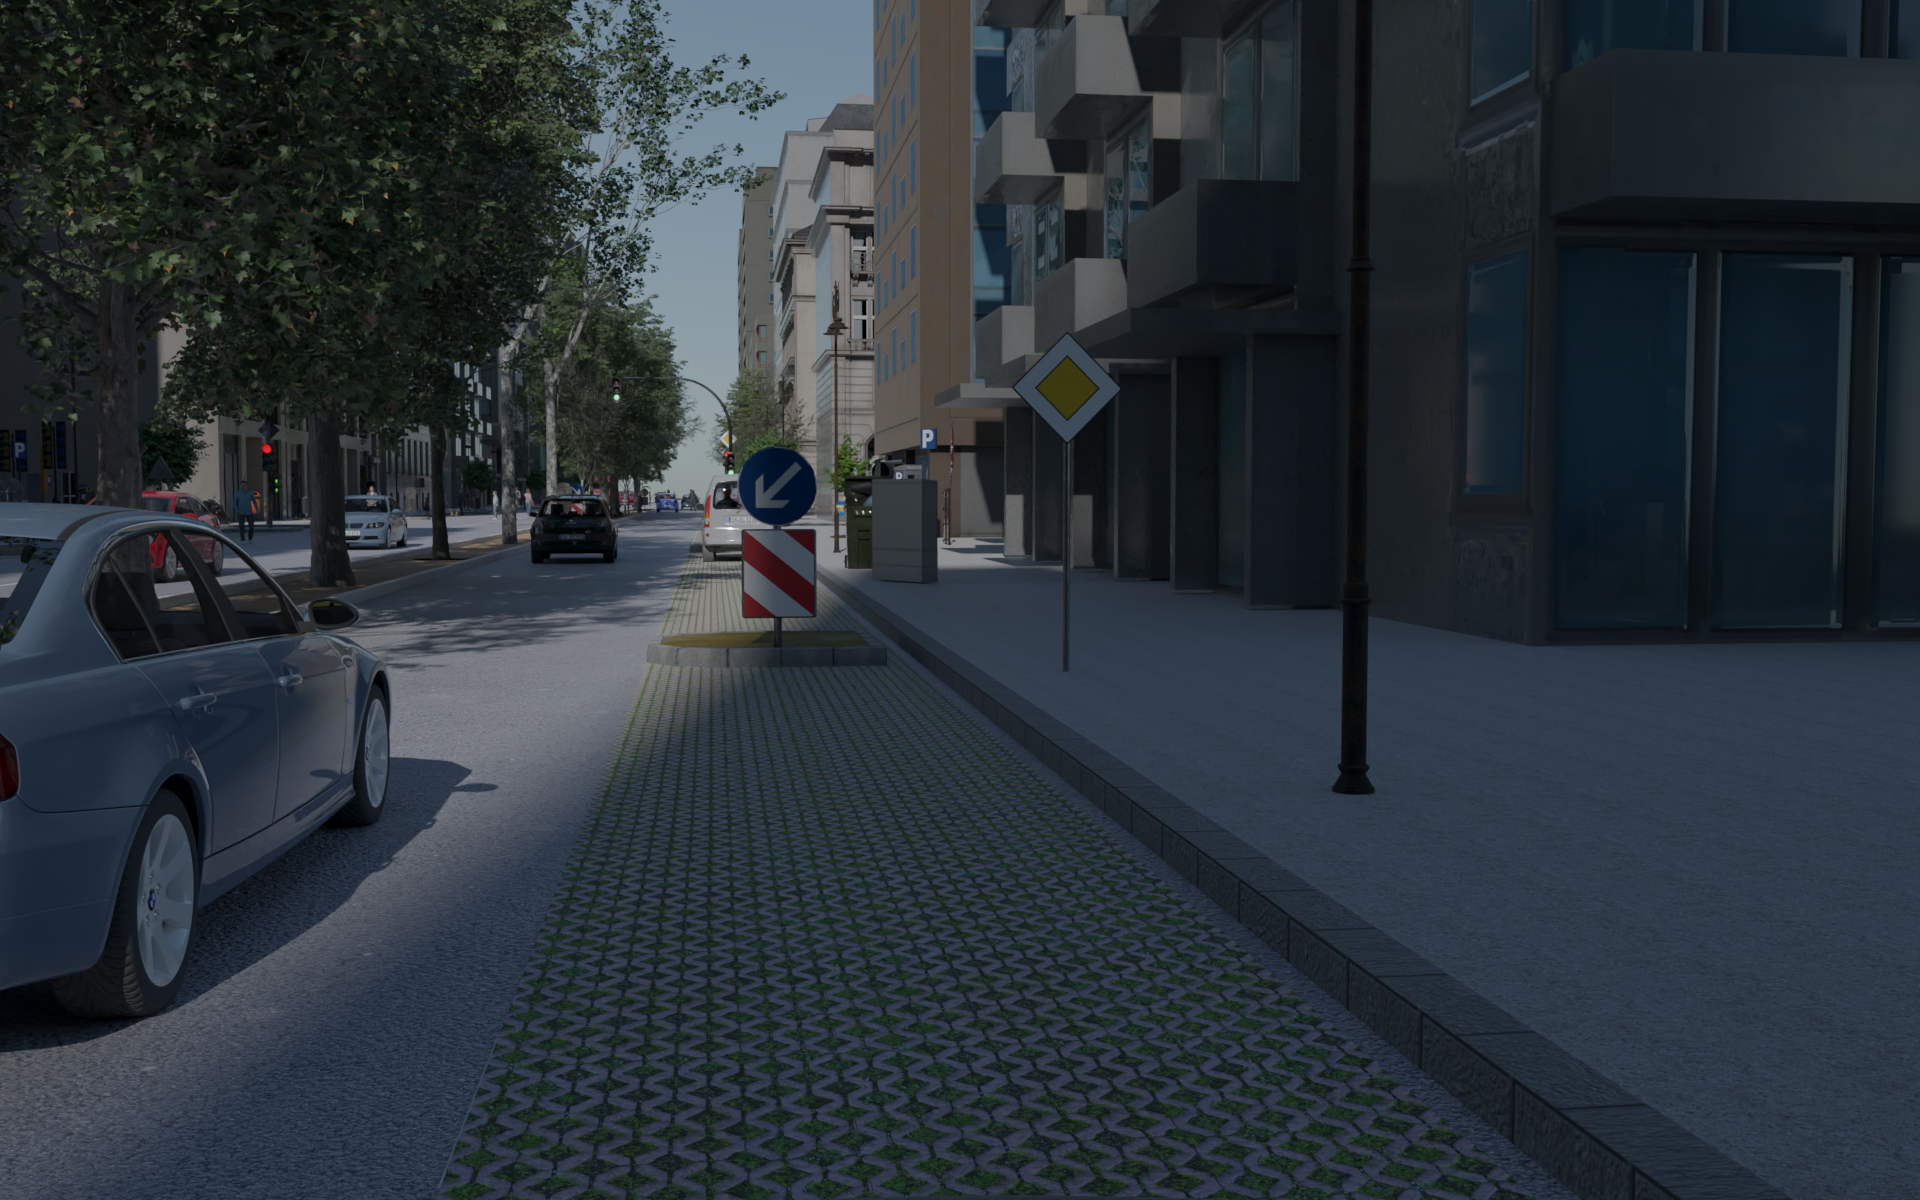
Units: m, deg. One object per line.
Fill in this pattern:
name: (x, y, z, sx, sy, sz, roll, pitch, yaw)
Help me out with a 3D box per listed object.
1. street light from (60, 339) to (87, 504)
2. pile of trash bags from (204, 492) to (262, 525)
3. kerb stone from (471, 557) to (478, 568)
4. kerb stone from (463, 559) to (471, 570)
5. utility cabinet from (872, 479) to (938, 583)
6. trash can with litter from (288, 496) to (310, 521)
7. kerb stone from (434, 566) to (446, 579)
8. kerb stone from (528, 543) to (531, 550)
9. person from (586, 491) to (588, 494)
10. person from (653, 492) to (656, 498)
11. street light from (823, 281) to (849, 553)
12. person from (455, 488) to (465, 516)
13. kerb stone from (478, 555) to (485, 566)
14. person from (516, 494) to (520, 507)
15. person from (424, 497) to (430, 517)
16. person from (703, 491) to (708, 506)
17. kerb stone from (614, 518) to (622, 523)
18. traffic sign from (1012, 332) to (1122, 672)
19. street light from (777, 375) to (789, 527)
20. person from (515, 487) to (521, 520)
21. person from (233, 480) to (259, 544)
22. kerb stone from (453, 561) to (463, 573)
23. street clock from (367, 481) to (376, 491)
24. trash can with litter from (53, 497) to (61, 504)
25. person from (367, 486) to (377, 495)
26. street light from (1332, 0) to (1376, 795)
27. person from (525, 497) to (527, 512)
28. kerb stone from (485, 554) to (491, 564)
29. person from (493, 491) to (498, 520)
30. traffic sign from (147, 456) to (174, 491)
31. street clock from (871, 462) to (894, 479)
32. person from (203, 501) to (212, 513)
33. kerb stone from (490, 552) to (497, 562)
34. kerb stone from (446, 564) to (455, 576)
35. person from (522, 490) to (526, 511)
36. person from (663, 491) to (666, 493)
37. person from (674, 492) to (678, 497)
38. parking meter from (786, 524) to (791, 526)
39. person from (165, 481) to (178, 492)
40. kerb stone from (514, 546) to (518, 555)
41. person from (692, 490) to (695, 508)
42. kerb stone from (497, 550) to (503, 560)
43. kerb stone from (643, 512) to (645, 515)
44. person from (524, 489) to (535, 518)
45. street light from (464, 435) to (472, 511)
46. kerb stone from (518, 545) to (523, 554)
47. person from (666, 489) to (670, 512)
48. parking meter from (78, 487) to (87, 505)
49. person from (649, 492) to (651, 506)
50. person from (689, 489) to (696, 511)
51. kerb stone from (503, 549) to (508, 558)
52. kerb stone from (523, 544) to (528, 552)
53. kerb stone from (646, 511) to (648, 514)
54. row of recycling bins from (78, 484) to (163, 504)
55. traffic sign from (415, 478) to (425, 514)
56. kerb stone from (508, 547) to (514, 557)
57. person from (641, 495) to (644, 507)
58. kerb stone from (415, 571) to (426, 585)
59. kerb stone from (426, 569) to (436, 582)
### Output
street light: (-26.040, -4.781, 50.960, 0.468, 5.910, 1.993, -1, 4, -8)
pile of trash bags: (-31.321, -3.874, 73.091, 3.447, 1.369, 1.912, -2, 4, -29)
kerb stone: (-9.545, -0.699, 33.628, 0.120, 0.150, 1.000, -1, 4, -8)
kerb stone: (-9.391, -0.637, 32.612, 0.120, 0.150, 1.000, -1, 4, -8)
utility cabinet: (-0.798, -1.012, 25.220, 0.318, 1.500, 1.173, -3, 5, -40)
trash can with litter: (-31.572, -4.487, 84.420, 2.233, 1.210, 1.678, -1, 4, -22)
kerb stone: (-8.961, -0.451, 29.567, 0.120, 0.150, 1.000, -1, 4, -8)
kerb stone: (-10.991, -1.316, 43.765, 0.120, 0.150, 1.000, -1, 4, -8)
person: (-40.930, -11.060, 189.886, 0.990, 1.755, 0.434, 2, 4, 34)
person: (-53.035, -17.882, 301.656, 1.217, 1.735, 0.721, -1, 4, -21)
street light: (-2.695, -3.970, 37.699, 0.468, 5.910, 1.993, -1, 4, -8)
person: (-32.720, -6.402, 113.343, 0.661, 1.801, 0.590, 3, 5, 42)
kerb stone: (-9.680, -0.761, 34.642, 0.120, 0.150, 1.000, -1, 4, -8)
person: (-20.279, -4.282, 78.293, 0.659, 1.850, 0.755, 0, 4, -6)
person: (-32.128, -5.573, 104.280, 0.373, 1.253, 0.362, 2, 4, 34)
person: (-8.909, -3.284, 62.212, 0.660, 1.820, 0.620, -1, 4, -12)
kerb stone: (-17.173, -3.951, 86.887, 0.120, 0.150, 1.000, -1, 4, -8)
traffic sign: (0.763, -0.689, 12.455, 0.795, 2.450, 0.064, 0, 4, -7)
street light: (-6.863, -5.782, 67.319, 0.468, 5.910, 1.993, -1, 4, -8)
person: (-24.267, -5.257, 94.626, 0.473, 1.802, 0.592, -2, 4, -28)
person: (-20.443, -2.512, 49.591, 0.660, 1.820, 0.620, -2, 4, -30)
kerb stone: (-9.248, -0.575, 31.600, 0.120, 0.150, 1.000, -1, 4, -8)
street clock: (-32.297, -5.534, 95.056, 0.471, 2.002, 0.358, 2, 4, 28)
trash can with litter: (-32.525, -3.108, 62.204, 0.624, 1.170, 1.055, 0, 4, -4)
person: (-26.398, -4.225, 77.860, 0.520, 1.790, 0.573, -2, 4, -27)
street light: (1.697, -2.110, 7.293, 0.468, 5.910, 1.993, -1, 4, -8)
person: (-35.135, -8.029, 140.779, 0.512, 1.701, 0.522, -1, 4, -13)
kerb stone: (-9.832, -0.823, 35.653, 0.120, 0.150, 1.000, -1, 4, -8)
person: (-26.207, -5.345, 97.694, 0.330, 1.601, 0.589, 0, 4, 4)
traffic sign: (-27.060, -3.587, 58.648, 0.884, 2.594, 0.081, 0, 4, -5)
street clock: (-1.735, -2.109, 39.050, 0.471, 2.002, 0.358, 1, 4, 23)
person: (-20.041, -2.009, 46.015, 0.373, 1.253, 0.362, -1, 4, -10)
kerb stone: (-9.981, -0.880, 36.664, 0.120, 0.150, 1.000, -1, 4, -8)
kerb stone: (-9.102, -0.507, 30.583, 0.120, 0.150, 1.000, -1, 4, -8)
person: (-37.711, -8.646, 150.416, 0.990, 1.755, 0.434, 2, 4, 35)
person: (-29.635, -10.099, 174.343, 1.217, 1.743, 0.721, 2, 4, 32)
person: (-50.481, -18.203, 306.127, 1.348, 1.823, 0.705, 1, 4, 20)
parking meter: (-6.905, -3.867, 68.941, 0.255, 1.863, 0.399, 0, 4, 6)
person: (-23.886, -2.674, 52.326, 0.635, 1.810, 0.391, -3, 5, -45)
kerb stone: (-10.563, -1.128, 40.725, 0.120, 0.150, 1.000, -1, 4, -8)
person: (-28.208, -10.698, 183.037, 1.348, 1.869, 0.705, 2, 4, 26)
kerb stone: (-10.125, -0.947, 37.683, 0.120, 0.150, 1.000, -1, 4, -8)
kerb stone: (-21.234, -5.694, 115.305, 0.120, 0.150, 1.000, -1, 4, -8)
person: (-25.361, -5.670, 101.802, 0.593, 1.750, 0.643, 1, 4, 22)
street light: (-37.798, -9.815, 133.267, 0.468, 5.910, 1.993, -1, 4, -8)
kerb stone: (-10.702, -1.195, 41.738, 0.120, 0.150, 1.000, -1, 4, -8)
person: (-23.581, -8.050, 140.134, 0.555, 1.821, 0.388, -2, 4, -34)
parking meter: (-30.621, -3.175, 60.317, 0.372, 1.533, 0.369, 0, 3, 0)
person: (-38.156, -12.504, 213.627, 0.721, 1.739, 1.217, 0, 4, -5)
person: (-22.393, -8.372, 145.182, 0.655, 1.846, 0.447, -1, 4, -13)
kerb stone: (-10.267, -1.010, 38.701, 0.120, 0.150, 1.000, -1, 4, -8)
kerb stone: (-10.845, -1.257, 42.753, 0.120, 0.150, 1.000, -1, 4, -8)
kerb stone: (-21.970, -6.005, 120.380, 0.120, 0.150, 1.000, -1, 4, -8)
row of recycling bins: (-35.264, -3.999, 72.492, 3.534, 1.692, 1.069, -3, 4, -37)
traffic sign: (-34.415, -6.619, 110.349, 0.606, 2.300, 0.079, 0, 4, 0)
kerb stone: (-10.410, -1.071, 39.714, 0.120, 0.150, 1.000, -1, 4, -8)
person: (-36.505, -11.608, 198.420, 0.705, 1.807, 1.348, 2, 4, 33)
kerb stone: (-8.674, -0.327, 27.540, 0.120, 0.150, 1.000, -1, 4, -8)
kerb stone: (-8.823, -0.389, 28.551, 0.120, 0.150, 1.000, -1, 4, -8)
